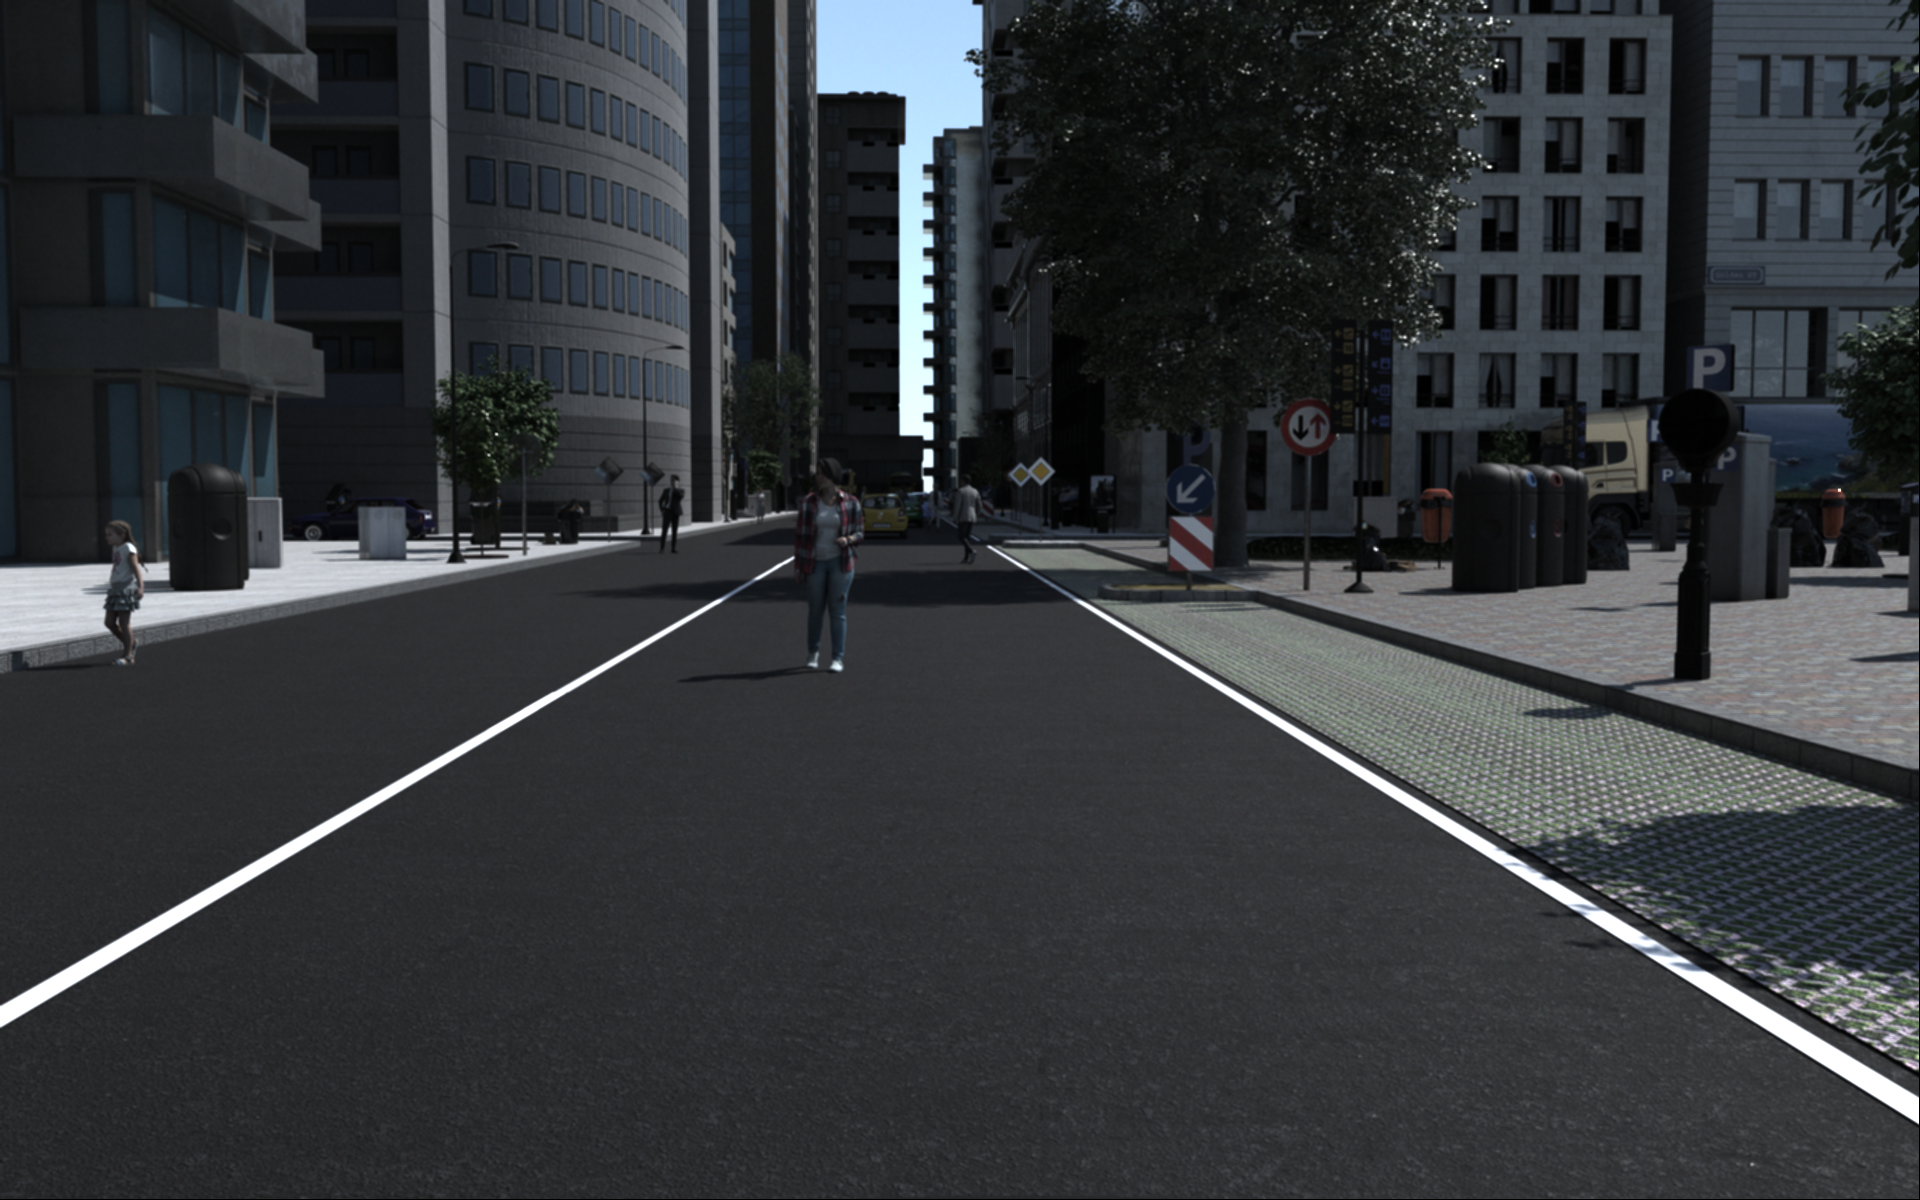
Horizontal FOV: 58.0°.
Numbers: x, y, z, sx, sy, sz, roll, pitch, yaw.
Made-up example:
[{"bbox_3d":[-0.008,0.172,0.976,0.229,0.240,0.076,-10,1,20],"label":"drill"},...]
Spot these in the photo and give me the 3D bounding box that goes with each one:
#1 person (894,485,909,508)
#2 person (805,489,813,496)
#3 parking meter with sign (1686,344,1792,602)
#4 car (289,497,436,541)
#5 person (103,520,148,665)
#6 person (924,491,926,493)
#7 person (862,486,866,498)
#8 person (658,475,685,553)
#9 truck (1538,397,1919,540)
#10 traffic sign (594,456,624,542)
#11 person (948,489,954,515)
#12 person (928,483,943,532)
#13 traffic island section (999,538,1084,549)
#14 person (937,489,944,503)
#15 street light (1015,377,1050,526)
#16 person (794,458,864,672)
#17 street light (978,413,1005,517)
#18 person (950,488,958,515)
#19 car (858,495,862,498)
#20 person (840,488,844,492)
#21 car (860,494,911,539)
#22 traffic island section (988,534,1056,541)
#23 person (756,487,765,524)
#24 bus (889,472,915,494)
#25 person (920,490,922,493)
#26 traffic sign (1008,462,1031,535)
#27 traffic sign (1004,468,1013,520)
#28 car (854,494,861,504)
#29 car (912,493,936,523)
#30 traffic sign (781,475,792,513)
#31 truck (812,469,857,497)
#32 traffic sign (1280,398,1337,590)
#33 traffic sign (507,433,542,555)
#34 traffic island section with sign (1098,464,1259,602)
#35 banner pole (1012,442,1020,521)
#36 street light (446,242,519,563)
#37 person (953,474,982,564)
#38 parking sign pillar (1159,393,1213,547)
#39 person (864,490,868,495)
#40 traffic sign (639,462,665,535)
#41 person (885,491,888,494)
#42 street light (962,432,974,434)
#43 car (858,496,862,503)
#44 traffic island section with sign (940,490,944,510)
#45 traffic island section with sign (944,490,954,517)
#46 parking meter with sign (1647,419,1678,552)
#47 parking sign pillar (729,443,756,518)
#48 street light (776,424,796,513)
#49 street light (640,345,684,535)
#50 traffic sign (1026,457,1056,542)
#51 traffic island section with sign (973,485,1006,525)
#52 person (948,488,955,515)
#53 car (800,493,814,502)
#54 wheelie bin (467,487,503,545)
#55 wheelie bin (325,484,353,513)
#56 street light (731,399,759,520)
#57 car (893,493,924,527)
[{"bbox_3d":[-2.355,-3.693,69.054,0.592,1.802,0.473,3,5,39],"label":"person"},{"bbox_3d":[-8.952,-5.732,102.793,0.524,1.755,0.480,0,4,2],"label":"person"},{"bbox_3d":[9.427,-1.505,20.868,1.738,3.016,0.543,-3,4,-39],"label":"parking meter with sign"},{"bbox_3d":[-17.484,-2.334,50.748,3.894,1.354,1.945,0,4,-3],"label":"car"},{"bbox_3d":[-6.965,-0.064,14.561,0.505,1.210,0.382,3,4,36],"label":"person"},{"bbox_3d":[-3.926,-11.677,200.131,1.217,1.735,0.721,3,5,44],"label":"person"},{"bbox_3d":[-5.036,-5.022,90.496,0.818,1.842,0.514,-1,4,-15],"label":"person"},{"bbox_3d":[-6.989,-2.088,42.008,0.648,1.900,0.474,-1,4,-13],"label":"person"},{"bbox_3d":[22.271,-3.808,51.167,11.283,4.237,2.839,0,4,-1],"label":"truck"},{"bbox_3d":[-9.326,-2.591,46.009,0.795,2.450,0.064,0,4,-2],"label":"traffic sign"},{"bbox_3d":[-0.538,-6.283,111.711,0.515,1.767,0.782,0,4,8],"label":"person"},{"bbox_3d":[-0.952,-3.494,65.501,0.514,1.842,0.818,-2,4,-28],"label":"person"},{"bbox_3d":[2.186,-1.478,46.443,2.009,0.180,2.903,0,4,-2],"label":"traffic island section"},{"bbox_3d":[-1.508,-6.744,119.043,0.678,1.792,0.850,-2,4,-30],"label":"person"},{"bbox_3d":[2.870,-5.878,68.651,1.470,5.913,1.316,0,4,-2],"label":"street light"},{"bbox_3d":[-1.062,-0.290,14.077,0.563,1.720,0.643,0,4,3],"label":"person"},{"bbox_3d":[1.896,-7.734,98.993,1.470,5.913,1.316,0,4,-2],"label":"street light"},{"bbox_3d":[-0.270,-6.119,108.812,0.850,1.792,0.678,-2,4,-31],"label":"person"},{"bbox_3d":[-11.314,-11.511,200.776,1.945,1.354,3.894,0,4,0],"label":"car"},{"bbox_3d":[-6.828,-5.621,100.748,0.721,1.781,0.623,1,4,11],"label":"person"},{"bbox_3d":[-2.601,-2.860,56.978,2.015,1.641,3.980,0,4,-3],"label":"car"},{"bbox_3d":[1.923,-1.966,54.424,2.009,0.180,2.903,0,4,-2],"label":"traffic island section"},{"bbox_3d":[-9.505,-4.498,82.606,0.480,1.755,0.524,-2,4,-26],"label":"person"},{"bbox_3d":[-6.422,-12.206,191.114,2.896,3.916,12.252,0,4,-1],"label":"bus"},{"bbox_3d":[-3.897,-10.197,175.088,0.709,1.838,0.599,1,4,14],"label":"person"},{"bbox_3d":[1.900,-3.101,54.346,0.795,2.450,0.064,0,4,-2],"label":"traffic sign"},{"bbox_3d":[2.570,-5.229,85.597,0.768,2.556,0.104,0,4,-2],"label":"traffic sign"},{"bbox_3d":[-12.186,-11.426,196.604,2.009,1.686,4.222,0,4,-2],"label":"car"},{"bbox_3d":[-2.007,-4.687,86.216,1.945,1.707,3.694,0,4,-2],"label":"car"},{"bbox_3d":[-11.772,-7.185,117.576,0.768,2.556,0.104,0,4,-1],"label":"traffic sign"},{"bbox_3d":[-9.644,-8.591,136.388,3.469,3.379,9.791,0,4,-1],"label":"truck"},{"bbox_3d":[4.624,-1.402,23.032,0.768,2.556,0.104,0,4,0],"label":"traffic sign"},{"bbox_3d":[-9.120,-2.209,36.227,0.768,2.556,0.104,0,3,0],"label":"traffic sign"},{"bbox_3d":[2.935,-0.928,23.807,1.989,1.847,2.006,0,4,-2],"label":"traffic island section with sign"},{"bbox_3d":[2.633,-5.724,83.612,0.401,3.779,0.863,1,4,18],"label":"banner pole"},{"bbox_3d":[-8.840,-3.642,32.090,1.470,5.913,1.316,0,4,-2],"label":"street light"},{"bbox_3d":[0.186,-1.675,35.734,0.661,1.843,0.795,-3,4,-36],"label":"person"},{"bbox_3d":[5.583,-3.279,42.085,1.447,3.967,1.447,-3,5,-45],"label":"parking sign pillar"},{"bbox_3d":[-4.208,-4.128,77.804,0.330,1.601,0.589,0,4,3],"label":"person"},{"bbox_3d":[-9.589,-3.079,53.990,0.795,2.450,0.064,0,4,-2],"label":"traffic sign"},{"bbox_3d":[-6.888,-9.185,159.195,0.721,1.766,1.217,-2,4,-24],"label":"person"},{"bbox_3d":[0.846,-9.590,129.332,1.470,5.913,1.316,0,4,-2],"label":"street light"},{"bbox_3d":[-9.702,-10.498,181.873,2.015,1.641,3.980,0,4,-3],"label":"car"},{"bbox_3d":[-2.299,-10.676,183.178,1.989,1.847,2.006,0,4,-2],"label":"traffic island section with sign"},{"bbox_3d":[0.201,-6.020,107.062,1.989,1.847,2.006,0,4,-2],"label":"traffic island section with sign"},{"bbox_3d":[16.010,-2.638,39.387,0.543,3.016,1.738,1,4,13],"label":"parking meter with sign"},{"bbox_3d":[-11.649,-6.372,92.662,1.447,3.967,1.447,0,4,1],"label":"parking sign pillar"},{"bbox_3d":[-11.547,-8.704,114.853,1.470,5.913,1.316,0,4,-2],"label":"street light"},{"bbox_3d":[-9.313,-4.993,54.179,1.470,5.913,1.316,0,4,-2],"label":"street light"},{"bbox_3d":[2.162,-2.613,46.365,0.795,2.450,0.064,0,4,-2],"label":"traffic sign"},{"bbox_3d":[1.092,-4.357,79.869,1.989,1.847,2.006,0,4,-2],"label":"traffic island section with sign"},{"bbox_3d":[-0.500,-6.677,117.767,0.767,1.812,0.694,0,4,-7],"label":"person"},{"bbox_3d":[-7.658,-5.228,94.522,2.155,1.783,4.494,0,4,-4],"label":"car"},{"bbox_3d":[-12.071,-2.211,44.056,0.980,1.594,0.693,1,4,12],"label":"wheelie bin"},{"bbox_3d":[-19.093,-2.778,53.336,0.980,1.594,0.693,3,5,42],"label":"wheelie bin"},{"bbox_3d":[-10.487,-6.849,84.514,1.470,5.913,1.316,0,4,-2],"label":"street light"},{"bbox_3d":[-2.520,-4.091,75.680,1.959,1.807,4.718,0,4,-2],"label":"car"}]
